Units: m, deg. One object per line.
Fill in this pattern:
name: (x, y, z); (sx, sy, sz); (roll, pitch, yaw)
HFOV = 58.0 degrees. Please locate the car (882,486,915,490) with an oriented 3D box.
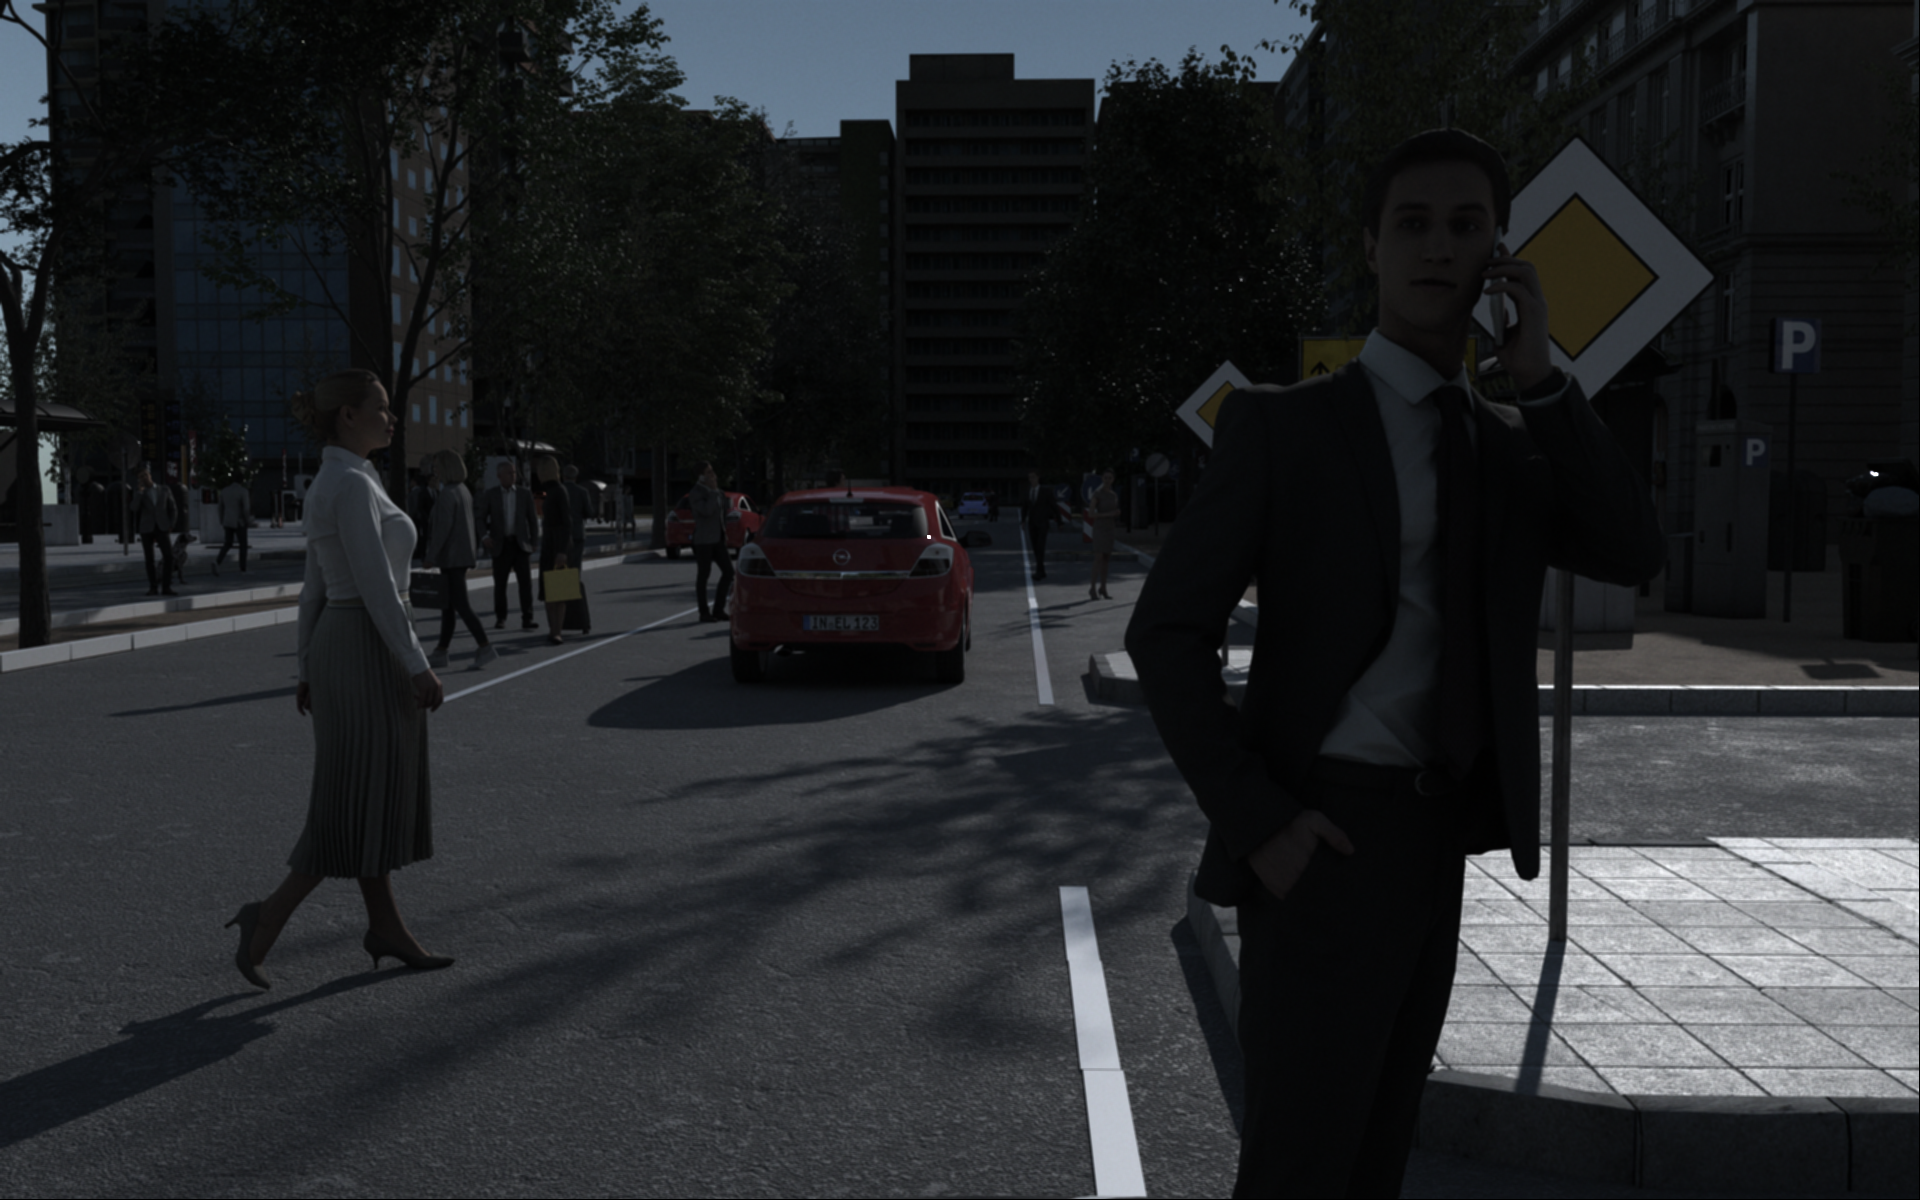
car: (-2.868, -4.415, 80.862); (2.281, 1.827, 5.304); (0, 4, 4)

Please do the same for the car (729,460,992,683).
car: (-0.807, -0.342, 14.635); (2.155, 1.783, 4.494); (0, 4, 1)

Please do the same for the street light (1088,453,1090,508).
street light: (6.480, -6.958, 86.545); (0.468, 5.910, 1.993); (0, 4, 2)

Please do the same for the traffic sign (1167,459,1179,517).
traffic sign: (7.879, -3.834, 62.793); (0.768, 2.556, 0.104); (0, 4, 5)

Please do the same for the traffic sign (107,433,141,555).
traffic sign: (-17.433, -2.203, 36.132); (0.768, 2.556, 0.104); (1, 4, 9)

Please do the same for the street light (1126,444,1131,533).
street light: (5.597, -5.167, 57.275); (0.468, 5.910, 1.993); (0, 4, 2)

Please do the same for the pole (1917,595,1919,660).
pole: (7.532, -1.191, 13.324); (0.158, 3.312, 0.155); (0, 3, 0)

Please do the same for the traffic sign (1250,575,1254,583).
traffic sign: (4.218, -1.521, 24.974); (0.768, 2.556, 0.104); (1, 4, 10)

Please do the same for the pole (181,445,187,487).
pole: (-32.237, -4.781, 72.009); (0.158, 3.312, 0.155); (0, 3, 0)

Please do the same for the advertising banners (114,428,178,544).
advertising banners: (-21.248, -3.008, 45.375); (0.090, 3.025, 2.074); (2, 4, 26)

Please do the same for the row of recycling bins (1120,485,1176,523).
row of recycling bins: (8.965, -4.352, 78.262); (3.534, 1.692, 1.069); (-1, 4, -17)

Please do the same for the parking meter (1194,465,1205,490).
parking meter: (5.394, -2.021, 38.754); (0.255, 1.863, 0.399); (-1, 4, -9)

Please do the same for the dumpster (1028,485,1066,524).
dumpster: (4.113, -4.485, 81.551); (1.865, 1.857, 1.264); (0, 4, 0)

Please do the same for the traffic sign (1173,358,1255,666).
traffic sign: (1.981, -0.567, 12.909); (0.795, 2.450, 0.064); (0, 4, 2)

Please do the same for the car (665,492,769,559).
car: (-5.463, -1.860, 39.448); (2.155, 1.783, 4.494); (0, 4, 3)

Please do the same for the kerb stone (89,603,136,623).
kerb stone: (-9.634, 0.163, 19.538); (0.120, 0.150, 1.000); (0, 4, 2)

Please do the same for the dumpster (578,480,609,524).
dumpster: (-15.834, -4.198, 74.401); (1.264, 1.857, 1.865); (0, 4, 2)

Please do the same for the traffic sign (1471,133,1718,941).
traffic sign: (1.720, -0.079, 4.928); (0.795, 2.450, 0.064); (0, 4, 2)

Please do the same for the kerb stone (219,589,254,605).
kerb stone: (-9.532, -0.025, 22.606); (0.120, 0.150, 1.000); (0, 4, 2)

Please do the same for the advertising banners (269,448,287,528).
advertising banners: (-25.720, -4.234, 65.411); (0.090, 3.025, 2.074); (0, 4, -4)

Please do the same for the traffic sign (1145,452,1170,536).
traffic sign: (6.046, -3.245, 53.163); (0.768, 2.556, 0.104); (0, 4, 3)

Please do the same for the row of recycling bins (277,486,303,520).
row of recycling bins: (-32.422, -4.880, 86.901); (3.534, 1.692, 1.069); (-1, 4, -16)

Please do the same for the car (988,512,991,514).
car: (1.470, -7.155, 128.786); (2.131, 1.459, 4.920); (0, 4, 1)

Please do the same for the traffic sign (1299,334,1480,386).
traffic sign: (5.491, -1.738, 22.286); (2.265, 3.308, 0.079); (0, 4, 5)

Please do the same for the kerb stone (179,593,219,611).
kerb stone: (-9.562, 0.037, 21.584); (0.120, 0.150, 1.000); (0, 4, 2)

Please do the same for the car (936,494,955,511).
car: (-1.433, -8.427, 148.000); (2.015, 1.641, 3.980); (0, 4, 1)

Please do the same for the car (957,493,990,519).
car: (0.791, -5.563, 100.549); (1.945, 1.707, 3.694); (0, 4, 1)

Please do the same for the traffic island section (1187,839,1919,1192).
traffic island section: (1.744, 1.057, 5.005); (2.009, 0.180, 2.903); (0, 4, 2)

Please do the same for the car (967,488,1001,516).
car: (1.561, -6.580, 116.261); (2.281, 1.827, 5.304); (0, 4, 3)

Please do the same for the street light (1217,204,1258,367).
street light: (4.464, -3.378, 28.014); (0.468, 5.910, 1.993); (0, 4, 2)

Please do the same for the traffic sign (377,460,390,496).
traffic sign: (-20.316, -3.750, 61.412); (0.768, 2.556, 0.104); (1, 4, 11)

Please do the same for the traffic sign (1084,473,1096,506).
traffic sign: (6.309, -5.020, 84.213); (0.606, 2.300, 0.079); (1, 4, 11)

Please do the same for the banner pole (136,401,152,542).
banner pole: (-22.072, -3.483, 46.968); (0.401, 3.779, 0.863); (0, 4, -3)

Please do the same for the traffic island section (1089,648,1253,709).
traffic island section: (2.005, 0.569, 12.985); (2.009, 0.180, 2.903); (0, 4, 2)

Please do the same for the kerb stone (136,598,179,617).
kerb stone: (-9.606, 0.100, 20.562); (0.120, 0.150, 1.000); (0, 4, 2)

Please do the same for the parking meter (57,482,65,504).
parking meter: (-43.787, -4.819, 84.502); (0.255, 1.863, 0.399); (2, 4, 35)

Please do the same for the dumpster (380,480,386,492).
dumpster: (-19.244, -3.201, 54.824); (1.502, 2.255, 1.985); (0, 4, 2)

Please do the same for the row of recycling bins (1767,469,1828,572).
row of recycling bins: (13.997, -1.414, 30.235); (1.069, 1.692, 3.534); (0, 4, 2)

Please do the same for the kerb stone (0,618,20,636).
kerb stone: (-9.702, 0.288, 17.489); (0.120, 0.150, 1.000); (0, 4, 2)

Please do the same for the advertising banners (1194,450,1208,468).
advertising banners: (10.329, -4.437, 68.730); (2.074, 3.025, 0.090); (1, 4, 8)

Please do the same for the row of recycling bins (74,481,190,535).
row of recycling bins: (-26.707, -2.990, 55.999); (1.069, 1.692, 3.534); (3, 5, 40)

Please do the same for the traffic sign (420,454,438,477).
traffic sign: (-16.628, -3.325, 54.466); (0.768, 2.556, 0.104); (0, 4, 8)

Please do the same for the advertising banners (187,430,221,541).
advertising banners: (-20.951, -3.180, 48.176); (0.090, 3.025, 2.074); (0, 4, 2)

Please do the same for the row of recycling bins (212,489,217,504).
row of recycling bins: (-33.805, -4.484, 80.428); (1.069, 1.692, 3.534); (-3, 5, -42)

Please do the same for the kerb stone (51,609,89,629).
kerb stone: (-9.668, 0.228, 18.517); (0.120, 0.150, 1.000); (0, 4, 2)
